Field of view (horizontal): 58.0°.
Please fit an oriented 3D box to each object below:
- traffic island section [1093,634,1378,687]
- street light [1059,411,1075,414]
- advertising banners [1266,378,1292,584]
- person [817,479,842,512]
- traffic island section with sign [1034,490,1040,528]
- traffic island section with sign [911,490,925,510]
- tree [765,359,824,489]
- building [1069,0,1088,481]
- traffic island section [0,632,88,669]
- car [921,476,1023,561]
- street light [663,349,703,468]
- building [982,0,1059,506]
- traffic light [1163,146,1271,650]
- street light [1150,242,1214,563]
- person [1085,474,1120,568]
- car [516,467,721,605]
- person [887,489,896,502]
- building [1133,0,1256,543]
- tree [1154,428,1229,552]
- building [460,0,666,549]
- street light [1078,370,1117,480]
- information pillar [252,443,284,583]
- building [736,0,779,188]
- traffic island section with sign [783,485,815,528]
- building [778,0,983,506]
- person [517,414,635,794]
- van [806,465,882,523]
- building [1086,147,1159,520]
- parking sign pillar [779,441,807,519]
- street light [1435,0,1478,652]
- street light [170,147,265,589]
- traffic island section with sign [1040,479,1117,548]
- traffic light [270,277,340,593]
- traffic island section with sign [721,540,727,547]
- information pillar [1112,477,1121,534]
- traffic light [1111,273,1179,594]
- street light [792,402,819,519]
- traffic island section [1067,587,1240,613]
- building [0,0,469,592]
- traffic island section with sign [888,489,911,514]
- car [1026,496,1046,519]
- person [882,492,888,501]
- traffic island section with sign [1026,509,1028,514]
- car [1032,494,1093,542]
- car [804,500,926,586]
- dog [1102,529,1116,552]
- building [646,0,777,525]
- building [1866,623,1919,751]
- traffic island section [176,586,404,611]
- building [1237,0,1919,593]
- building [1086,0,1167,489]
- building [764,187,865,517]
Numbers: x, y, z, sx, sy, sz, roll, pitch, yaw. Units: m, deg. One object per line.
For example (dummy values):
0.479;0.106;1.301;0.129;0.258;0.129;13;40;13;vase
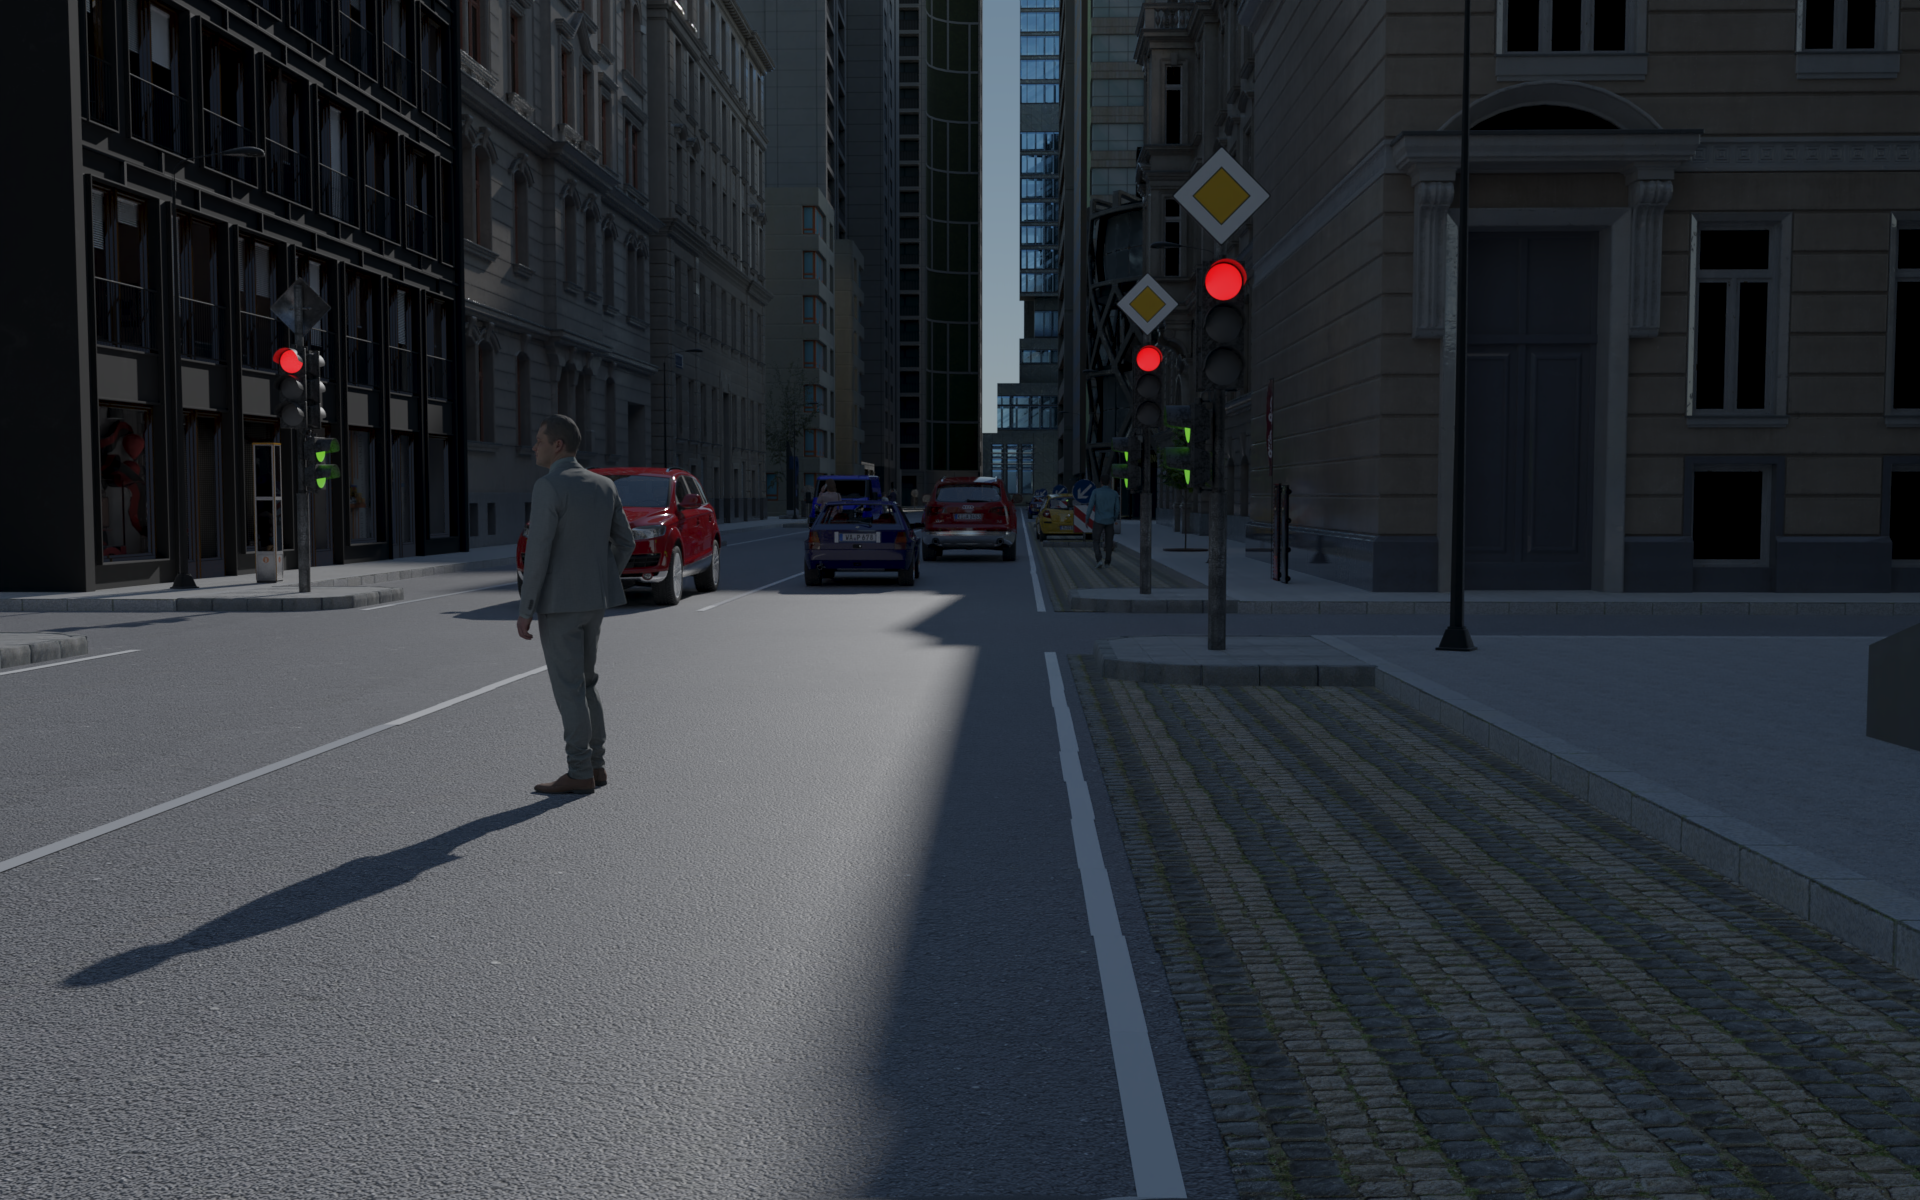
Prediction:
2.139;0.489;14.286;2.009;0.180;2.903;0;4;2;traffic island section
6.233;-7.625;97.213;1.470;5.913;1.316;0;4;2;street light
4.694;-1.798;25.581;0.090;3.025;2.074;0;4;2;advertising banners
-2.617;-1.642;35.944;0.593;1.750;0.643;-2;4;-28;person
4.139;-3.993;73.912;1.989;1.847;2.006;0;4;2;traffic island section with sign
-3.912;-8.781;152.192;1.989;1.847;2.006;0;4;2;traffic island section with sign
-9.404;-8.697;92.562;4.360;8.622;3.978;0;3;0;tree
15.109;-28.811;121.170;14.600;45.320;14.200;0;4;2;building
-8.846;0.466;14.657;2.009;0.180;2.903;0;4;2;traffic island section
0.251;-1.827;38.550;2.281;1.827;5.304;0;4;2;car
-8.900;-5.070;55.443;1.470;5.913;1.316;0;4;2;street light
18.216;-53.673;190.232;31.000;86.520;22.319;0;4;2;building
2.099;-1.544;14.173;0.839;4.253;0.868;0;4;2;traffic light
4.200;-3.638;32.027;1.470;5.913;1.316;0;4;2;street light
2.758;-1.519;33.349;0.660;1.820;0.620;-1;4;-10;person
-4.610;-0.937;23.986;2.281;1.827;5.304;0;4;1;car
-4.273;-5.986;106.824;0.568;1.767;0.683;3;4;38;person
13.004;-14.526;56.591;14.460;24.649;34.723;0;4;2;building
5.209;-2.710;38.910;1.663;3.219;1.824;0;3;0;tree
-17.398;-16.048;49.779;14.401;28.519;23.554;0;4;2;building
5.272;-5.642;64.792;1.470;5.913;1.316;0;4;2;street light
-9.983;-1.254;24.997;0.304;2.012;0.304;0;4;-3;information pillar
-16.498;-44.220;161.241;20.611;71.187;20.563;0;4;2;building
-6.516;-4.030;74.510;1.989;1.847;2.006;0;4;2;traffic island section with sign
-7.943;-46.021;190.692;20.611;71.187;20.563;0;4;2;building
-1.863;0.016;8.338;0.391;1.810;0.635;1;4;19;person
-3.603;-3.115;55.313;2.240;2.365;5.245;0;4;2;van
14.847;-13.526;88.597;16.820;18.784;16.811;0;4;2;building
-8.613;-6.153;89.080;1.447;3.967;1.447;0;4;5;parking sign pillar
3.549;-2.543;14.112;1.470;5.913;1.316;0;4;2;street light
-10.008;-3.108;23.355;1.470;5.913;1.316;0;4;2;street light
3.245;-2.345;46.972;1.989;1.847;2.006;0;4;2;traffic island section with sign
-8.539;-2.054;22.501;0.839;4.253;0.868;0;4;2;traffic light
-7.429;-2.360;47.216;1.989;1.847;2.006;0;4;2;traffic island section with sign
5.003;-3.117;55.459;0.304;2.012;0.304;0;4;3;information pillar
2.366;-2.033;22.154;0.839;4.253;0.868;0;4;2;traffic light
-7.829;-7.033;87.533;1.470;5.913;1.316;0;4;2;street light
2.406;0.001;22.266;2.009;0.180;2.903;0;4;2;traffic island section
-17.280;-12.250;29.971;12.332;23.373;15.834;0;4;2;building
-4.815;-7.126;125.142;1.989;1.847;2.006;0;4;2;traffic island section with sign
4.808;-5.390;100.706;1.945;1.354;3.894;0;4;1;car
-3.541;-4.172;79.316;0.503;1.515;0.523;-2;4;-34;person
5.823;-7.054;123.964;1.989;1.847;2.006;0;4;2;traffic island section with sign
3.230;-2.628;53.197;2.015;1.641;3.980;0;4;0;car
-1.550;-0.964;28.336;1.945;1.354;3.894;0;4;1;car
3.608;-1.605;43.083;0.513;0.831;0.800;2;4;33;dog
-15.696;-16.937;74.180;12.463;27.353;25.104;0;4;2;building
20.668;-18.875;0.492;32.217;40.220;23.993;0;4;2;building
-8.579;-0.022;22.637;2.009;0.180;2.903;0;4;2;traffic island section
15.313;-14.784;27.631;20.117;28.700;13.634;0;4;2;building
14.790;-25.875;106.649;14.154;41.232;14.086;0;4;2;building
-21.299;-16.372;112.730;27.650;21.520;28.899;0;4;2;building
